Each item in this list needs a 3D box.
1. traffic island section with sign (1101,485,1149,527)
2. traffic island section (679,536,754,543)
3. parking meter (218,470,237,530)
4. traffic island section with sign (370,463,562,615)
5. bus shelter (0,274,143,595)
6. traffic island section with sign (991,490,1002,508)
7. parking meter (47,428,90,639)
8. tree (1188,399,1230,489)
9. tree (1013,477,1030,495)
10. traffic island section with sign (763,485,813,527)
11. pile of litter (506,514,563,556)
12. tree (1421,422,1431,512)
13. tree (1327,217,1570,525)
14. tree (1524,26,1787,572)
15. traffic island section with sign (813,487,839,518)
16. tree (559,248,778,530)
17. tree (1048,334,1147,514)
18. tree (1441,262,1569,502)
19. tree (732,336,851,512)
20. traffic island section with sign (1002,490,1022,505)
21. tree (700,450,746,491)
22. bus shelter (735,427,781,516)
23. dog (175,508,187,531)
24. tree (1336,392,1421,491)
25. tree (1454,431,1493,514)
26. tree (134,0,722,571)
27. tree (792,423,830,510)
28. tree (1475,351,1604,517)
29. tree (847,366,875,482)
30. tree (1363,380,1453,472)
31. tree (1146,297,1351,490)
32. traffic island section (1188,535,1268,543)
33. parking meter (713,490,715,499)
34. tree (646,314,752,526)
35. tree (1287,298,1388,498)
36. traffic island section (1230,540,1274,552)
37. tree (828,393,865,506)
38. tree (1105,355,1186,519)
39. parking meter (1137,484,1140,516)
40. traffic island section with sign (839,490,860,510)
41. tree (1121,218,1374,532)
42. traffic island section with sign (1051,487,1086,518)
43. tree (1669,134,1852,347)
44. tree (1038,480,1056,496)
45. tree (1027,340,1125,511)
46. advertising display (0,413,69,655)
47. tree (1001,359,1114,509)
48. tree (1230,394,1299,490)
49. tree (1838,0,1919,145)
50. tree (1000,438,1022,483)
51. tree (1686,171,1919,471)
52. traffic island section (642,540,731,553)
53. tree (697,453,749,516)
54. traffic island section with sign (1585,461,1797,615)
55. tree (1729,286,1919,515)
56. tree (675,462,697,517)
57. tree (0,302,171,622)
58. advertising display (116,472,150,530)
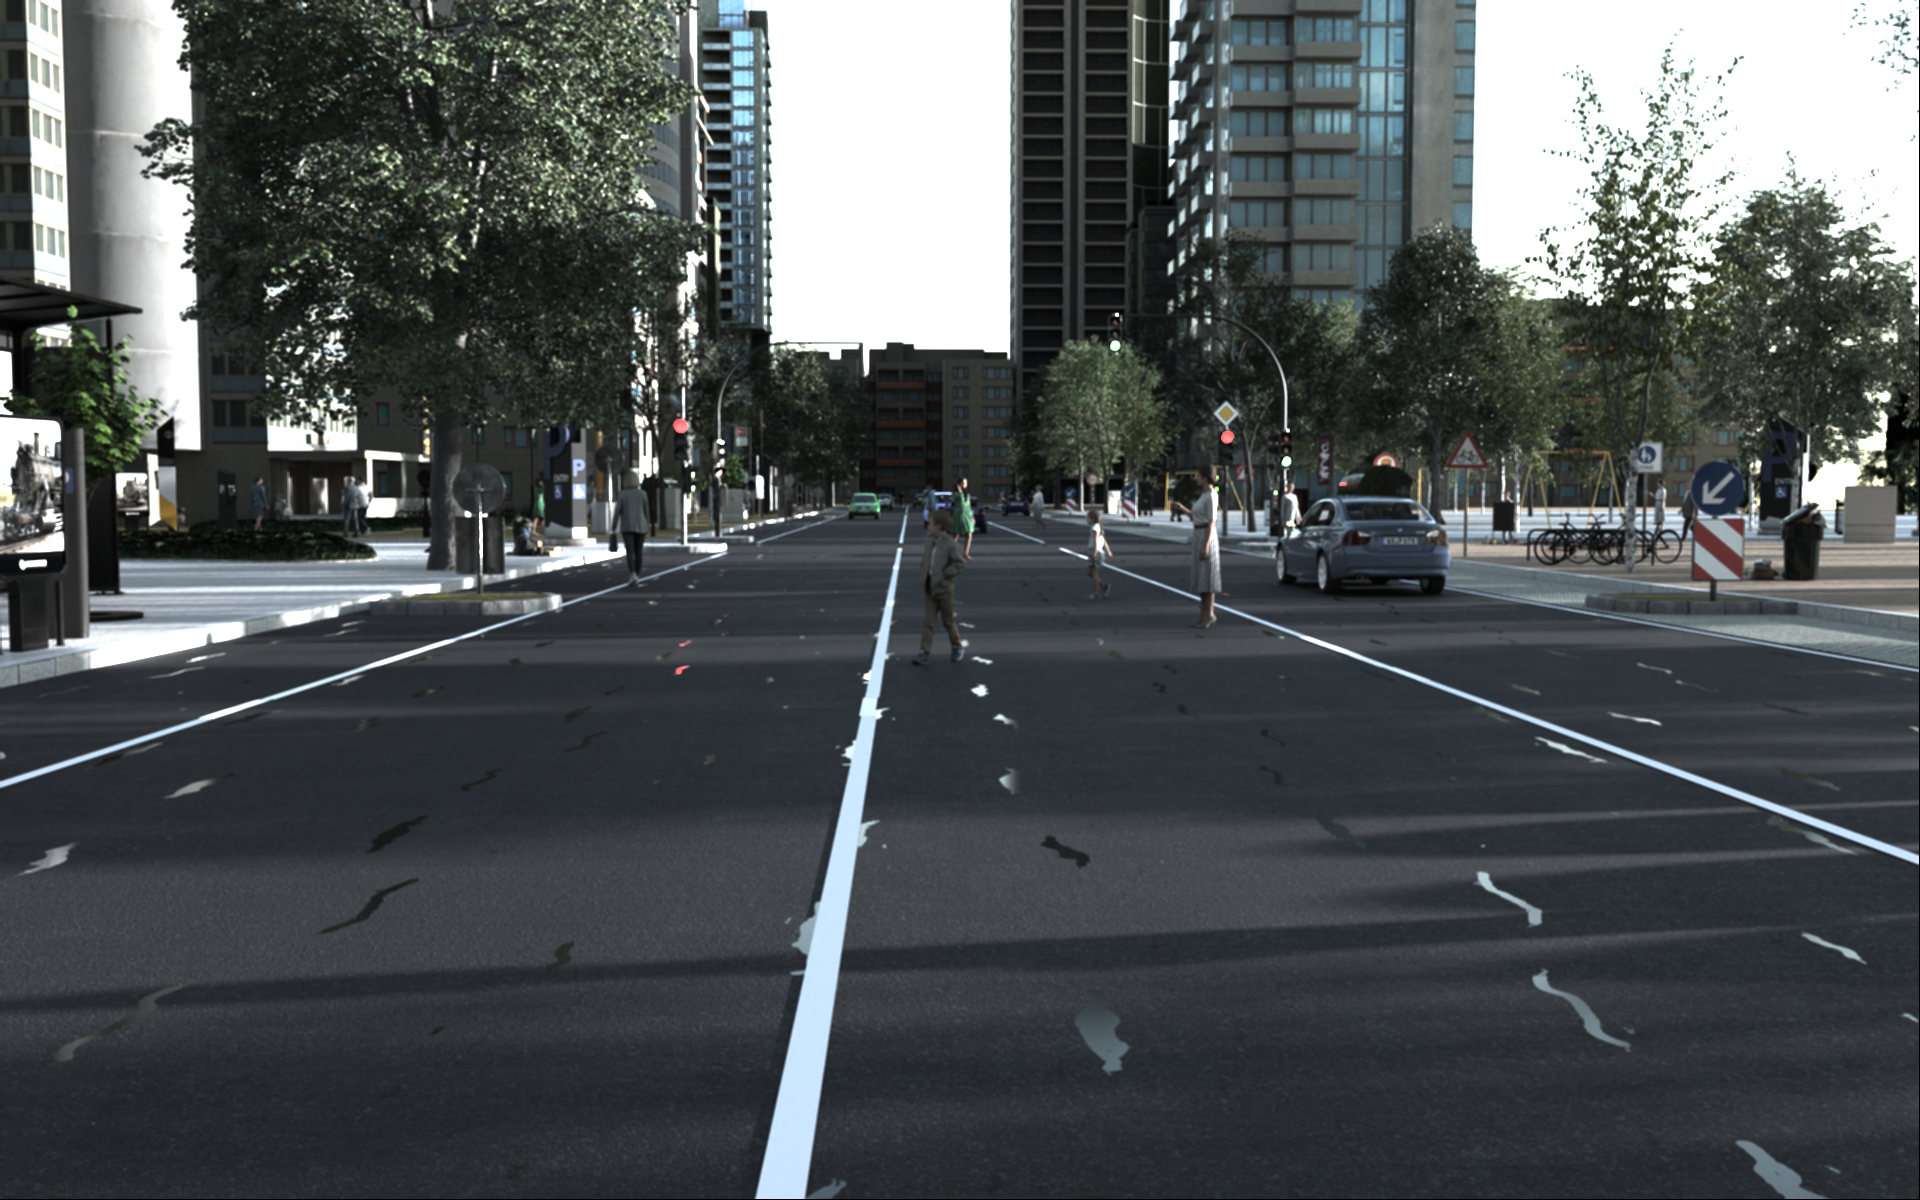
[{"bbox_3d":[7.286,-4.168,76.779,1.989,1.847,2.006,0,4,-2],"label":"traffic island section with sign"},{"bbox_3d":[-7.235,-1.803,51.756,2.009,0.180,2.903,0,4,-2],"label":"traffic island section"},{"bbox_3d":[-17.650,-2.204,41.740,0.399,1.863,0.255,2,4,32],"label":"parking meter"},{"bbox_3d":[-6.032,-0.785,21.459,1.989,1.847,2.006,0,4,-2],"label":"traffic island section with sign"},{"bbox_3d":[-11.133,-1.694,18.983,1.731,3.624,6.357,0,4,-2],"label":"bus shelter"},{"bbox_3d":[4.274,-10.543,181.008,1.989,1.847,2.006,0,4,-2],"label":"traffic island section with sign"},{"bbox_3d":[-7.989,-0.592,15.385,0.399,1.863,0.255,-1,4,-21],"label":"parking meter"},{"bbox_3d":[17.436,-10.065,114.918,4.360,8.622,3.978,0,3,0],"label":"tree"},{"bbox_3d":[6.456,-11.220,178.053,1.663,3.219,1.824,0,3,0],"label":"tree"},{"bbox_3d":[-7.635,-4.143,76.358,1.989,1.847,2.006,0,4,-2],"label":"traffic island section with sign"},{"bbox_3d":[-8.956,-1.374,36.431,1.176,0.858,1.719,-1,4,-12],"label":"pile of litter"},{"bbox_3d":[18.869,-6.571,57.803,4.737,8.622,4.395,0,3,0],"label":"tree"},{"bbox_3d":[19.982,-9.490,72.163,9.611,12.733,9.660,0,3,0],"label":"tree"},{"bbox_3d":[11.181,-4.775,28.430,4.737,8.622,4.395,0,3,0],"label":"tree"},{"bbox_3d":[-8.407,-5.791,103.303,1.989,1.847,2.006,0,4,-2],"label":"traffic island section with sign"},{"bbox_3d":[-10.517,-7.783,61.667,8.767,10.594,7.601,0,4,2],"label":"tree"},{"bbox_3d":[9.530,-11.374,111.726,9.928,11.665,9.643,0,3,0],"label":"tree"},{"bbox_3d":[26.377,-10.221,85.239,7.486,12.596,7.792,0,3,0],"label":"tree"},{"bbox_3d":[-12.366,-12.778,125.920,9.611,12.733,9.660,0,3,0],"label":"tree"},{"bbox_3d":[5.052,-8.895,154.064,1.989,1.847,2.006,0,4,-2],"label":"traffic island section with sign"},{"bbox_3d":[-15.930,-8.085,115.905,4.285,4.588,4.351,0,3,0],"label":"tree"},{"bbox_3d":[-12.436,-7.879,106.457,2.179,5.291,8.768,0,4,-2],"label":"bus shelter"},{"bbox_3d":[-26.241,-2.679,58.180,0.513,0.831,0.800,-2,4,-25],"label":"dog"},{"bbox_3d":[27.284,-10.116,115.762,4.737,8.622,4.395,0,3,0],"label":"tree"},{"bbox_3d":[33.373,-9.831,111.094,4.360,8.622,3.978,0,3,0],"label":"tree"},{"bbox_3d":[-8.642,-7.488,29.078,9.857,13.997,8.962,0,3,0],"label":"tree"},{"bbox_3d":[-13.273,-12.094,148.096,4.360,8.622,3.978,0,3,0],"label":"tree"},{"bbox_3d":[32.729,-10.064,98.959,8.767,10.594,7.601,1,4,17],"label":"tree"},{"bbox_3d":[-13.088,-16.159,170.858,9.857,13.997,8.962,0,3,0],"label":"tree"},{"bbox_3d":[23.579,-8.739,93.250,4.360,8.622,3.978,0,3,0],"label":"tree"},{"bbox_3d":[16.734,-10.079,90.543,9.928,11.665,9.643,0,3,0],"label":"tree"},{"bbox_3d":[8.000,-1.829,52.191,2.009,0.180,2.903,0,4,-2],"label":"traffic island section"},{"bbox_3d":[-13.479,-5.358,96.017,0.372,1.533,0.369,0,3,0],"label":"parking meter"},{"bbox_3d":[-10.121,-7.259,69.050,4.360,8.622,3.978,0,3,0],"label":"tree"},{"bbox_3d":[21.605,-11.150,100.431,7.486,12.596,7.792,0,3,0],"label":"tree"},{"bbox_3d":[8.231,-1.341,44.209,2.009,0.180,2.903,0,4,-2],"label":"traffic island section"},{"bbox_3d":[-14.008,-16.469,187.402,7.486,12.596,7.792,0,3,0],"label":"tree"},{"bbox_3d":[9.312,-8.523,89.717,4.737,8.622,4.395,0,3,0],"label":"tree"},{"bbox_3d":[10.290,-5.800,100.536,0.255,1.863,0.399,1,4,19],"label":"parking meter"},{"bbox_3d":[-9.857,-8.860,153.482,1.989,1.847,2.006,0,4,-2],"label":"traffic island section with sign"},{"bbox_3d":[9.761,-7.571,58.204,8.767,10.594,7.601,-1,4,-13],"label":"tree"},{"bbox_3d":[6.487,-5.859,104.430,1.989,1.847,2.006,0,4,-2],"label":"traffic island section with sign"},{"bbox_3d":[17.252,-5.237,35.995,4.360,8.622,3.978,0,3,0],"label":"tree"},{"bbox_3d":[8.151,-9.904,156.538,1.663,3.219,1.824,0,3,0],"label":"tree"},{"bbox_3d":[8.628,-12.837,128.004,7.486,12.596,7.792,0,3,0],"label":"tree"},{"bbox_3d":[-7.646,-0.548,14.174,0.123,1.923,0.974,0,4,4],"label":"advertising display"},{"bbox_3d":[8.230,-14.002,145.935,9.611,12.733,9.660,0,3,0],"label":"tree"},{"bbox_3d":[19.779,-9.729,109.429,4.360,8.622,3.978,0,3,0],"label":"tree"},{"bbox_3d":[11.200,-6.283,13.095,12.009,13.543,11.850,0,3,0],"label":"tree"},{"bbox_3d":[6.716,-15.041,196.284,4.737,8.622,4.395,0,3,0],"label":"tree"},{"bbox_3d":[33.243,-9.881,68.202,9.857,13.997,8.962,0,3,0],"label":"tree"},{"bbox_3d":[-7.004,-1.315,43.775,2.009,0.180,2.903,0,4,-2],"label":"traffic island section"},{"bbox_3d":[-11.095,-5.343,81.965,1.663,3.219,1.824,0,3,0],"label":"tree"},{"bbox_3d":[8.889,-0.781,21.390,1.989,1.847,2.006,0,4,-2],"label":"traffic island section with sign"},{"bbox_3d":[57.264,-12.587,107.619,18.604,14.587,13.155,1,4,11],"label":"tree"},{"bbox_3d":[-15.844,-6.565,101.936,1.663,3.219,1.824,0,3,0],"label":"tree"},{"bbox_3d":[-9.082,-1.409,17.644,1.663,3.219,1.824,0,3,0],"label":"tree"},{"bbox_3d":[-24.195,-2.774,50.577,0.974,1.923,0.123,-3,4,-36],"label":"advertising display"}]
